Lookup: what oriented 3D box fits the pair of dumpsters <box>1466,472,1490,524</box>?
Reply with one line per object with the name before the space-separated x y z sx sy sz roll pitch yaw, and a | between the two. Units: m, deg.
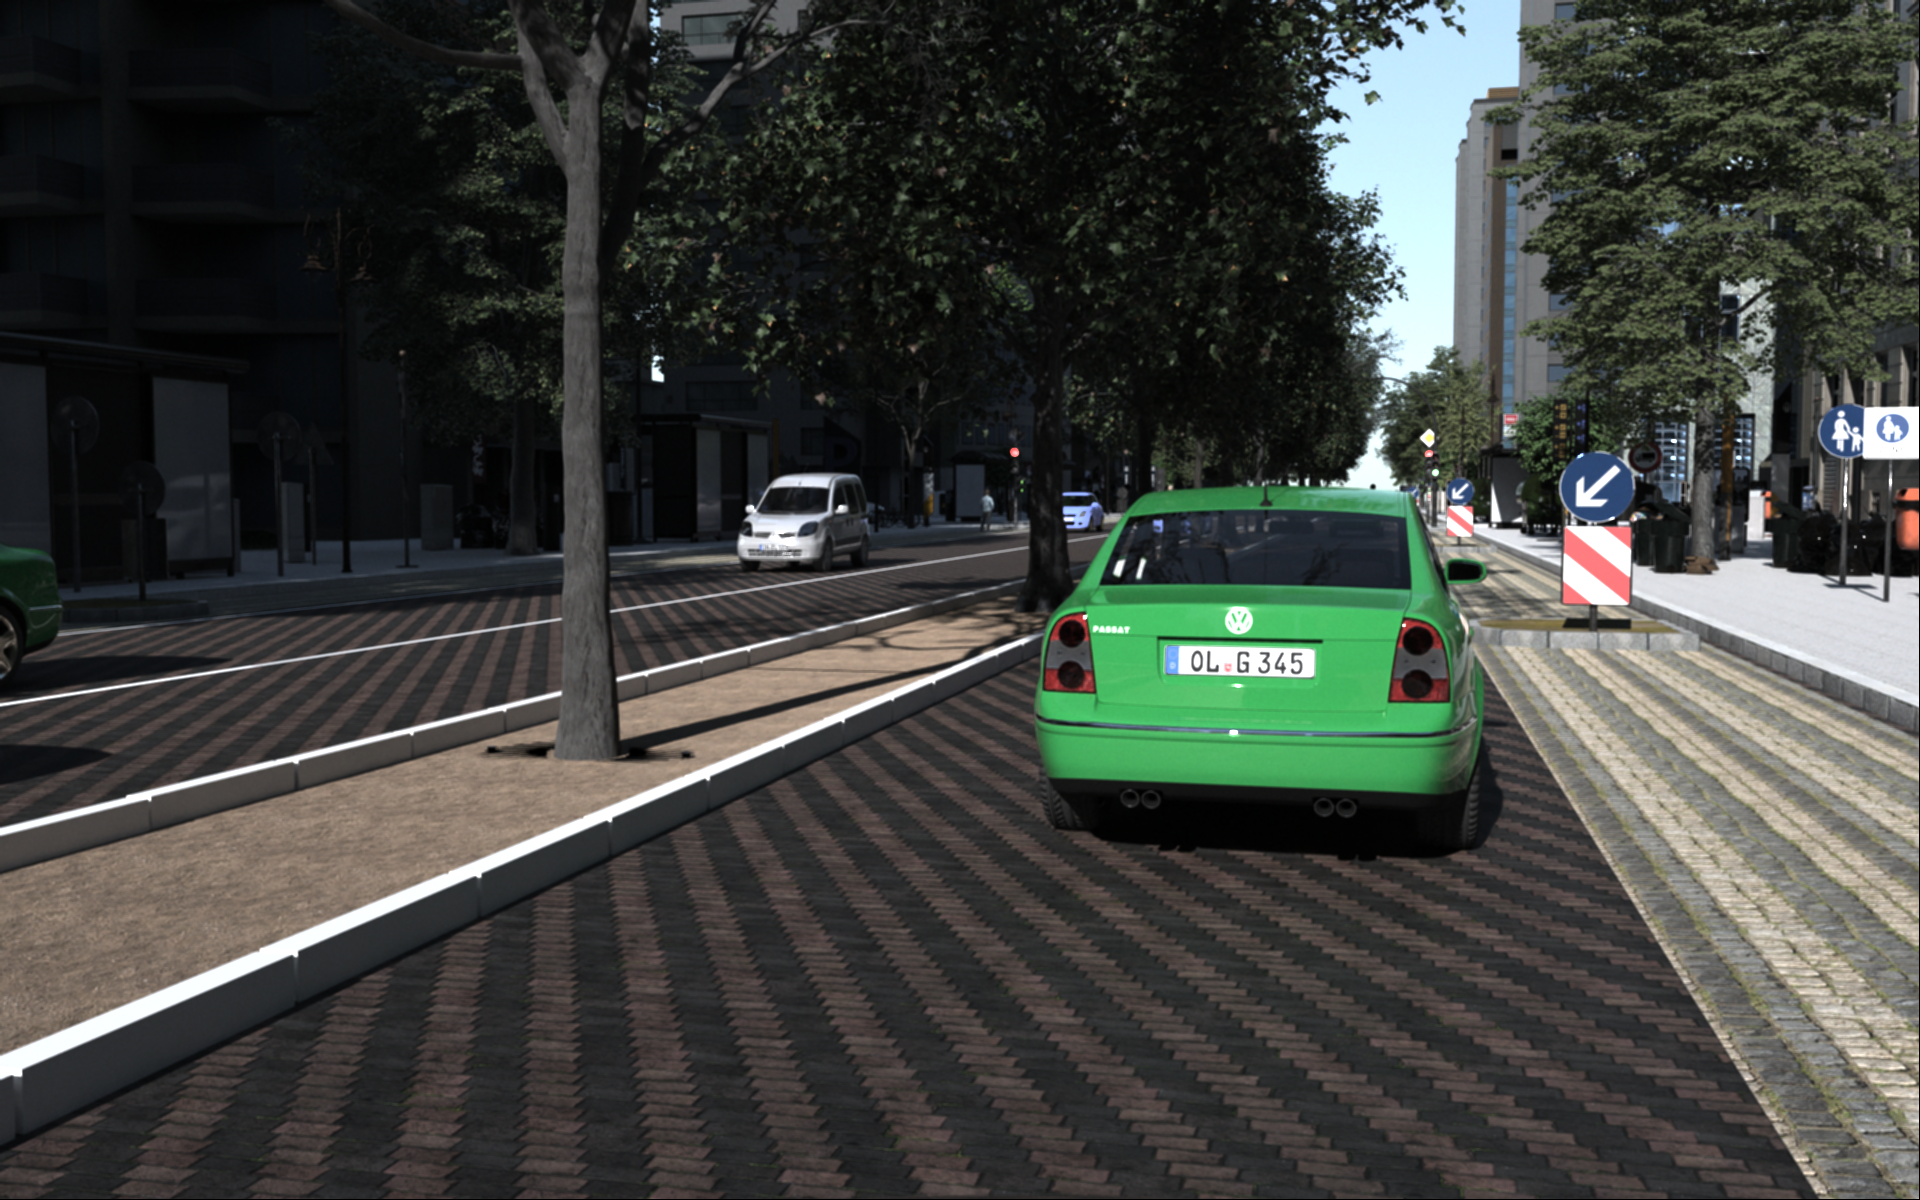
pair of dumpsters | 23.199 -4.549 76.877 1.574 2.255 4.437 1 4 14

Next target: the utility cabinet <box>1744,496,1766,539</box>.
utility cabinet | 22.479 -2.350 49.587 1.020 1.237 0.306 2 4 31

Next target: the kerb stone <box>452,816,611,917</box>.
kerb stone | -1.563 0.970 6.366 0.120 0.150 1.000 1 4 13

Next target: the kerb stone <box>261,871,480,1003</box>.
kerb stone | -1.804 1.032 5.373 0.120 0.150 1.000 1 4 13

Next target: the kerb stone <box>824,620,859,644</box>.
kerb stone | -1.211 0.329 16.816 0.120 0.150 1.000 1 4 13

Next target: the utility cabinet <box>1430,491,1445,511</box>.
utility cabinet | 36.257 -7.518 131.600 1.173 1.500 0.318 1 4 16

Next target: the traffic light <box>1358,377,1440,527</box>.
traffic light | 16.260 -5.662 67.234 4.771 5.953 1.251 1 4 13

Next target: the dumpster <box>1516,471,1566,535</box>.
dumpster | 18.358 -3.181 54.503 1.502 2.255 1.985 1 4 13

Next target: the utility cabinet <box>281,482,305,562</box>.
utility cabinet | -12.571 -1.465 32.628 0.318 1.500 1.173 -2 4 -28

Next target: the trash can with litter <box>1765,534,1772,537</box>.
trash can with litter | 24.244 -2.522 52.296 2.233 1.210 1.678 1 4 18

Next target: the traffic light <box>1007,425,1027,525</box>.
traffic light | 2.304 -5.002 70.703 0.839 4.253 0.868 1 4 13

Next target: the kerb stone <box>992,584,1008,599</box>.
kerb stone | 0.468 -0.090 23.793 0.120 0.150 1.000 1 4 13

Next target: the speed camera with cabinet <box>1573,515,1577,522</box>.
speed camera with cabinet | 32.189 -5.755 88.422 2.038 3.252 0.660 0 4 -2

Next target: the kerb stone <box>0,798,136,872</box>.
kerb stone | -3.598 0.943 6.840 0.120 0.150 1.000 1 4 13

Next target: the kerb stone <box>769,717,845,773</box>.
kerb stone | -0.843 0.787 9.365 0.120 0.150 1.000 1 4 13

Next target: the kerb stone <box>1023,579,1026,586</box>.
kerb stone | 0.952 -0.218 25.779 0.120 0.150 1.000 1 4 13

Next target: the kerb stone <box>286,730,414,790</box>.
kerb stone | -3.125 0.818 8.834 0.120 0.150 1.000 1 4 13

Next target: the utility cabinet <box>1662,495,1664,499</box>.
utility cabinet | 37.870 -5.049 93.705 0.306 1.237 1.020 2 4 27

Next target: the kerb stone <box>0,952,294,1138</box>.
kerb stone | -2.035 1.092 4.368 0.120 0.150 1.000 1 4 13

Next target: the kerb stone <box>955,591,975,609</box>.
kerb stone | -0.010 0.025 21.793 0.120 0.150 1.000 1 4 13

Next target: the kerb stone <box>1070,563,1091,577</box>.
kerb stone | 2.149 -0.520 30.788 0.120 0.150 1.000 1 4 13

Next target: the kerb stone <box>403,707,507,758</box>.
kerb stone | -2.888 0.758 9.836 0.120 0.150 1.000 1 4 13

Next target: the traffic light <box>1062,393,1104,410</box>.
traffic light | 6.225 -6.321 78.013 4.771 5.953 1.251 1 4 13

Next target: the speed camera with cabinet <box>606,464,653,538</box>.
speed camera with cabinet | -9.956 -3.431 50.427 2.038 3.252 0.660 -2 4 -33

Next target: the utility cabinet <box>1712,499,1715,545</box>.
utility cabinet | 14.643 -1.399 34.032 0.306 1.237 1.020 1 4 19

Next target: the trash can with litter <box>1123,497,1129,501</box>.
trash can with litter | 11.518 -6.731 121.446 0.624 1.170 1.055 0 4 6

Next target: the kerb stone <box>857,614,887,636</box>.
kerb stone | -0.969 0.275 17.809 0.120 0.150 1.000 1 4 13

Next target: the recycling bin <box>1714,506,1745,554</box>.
recycling bin | 16.594 -1.532 37.602 0.722 1.027 0.722 1 4 18

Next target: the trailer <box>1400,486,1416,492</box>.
trailer | 30.677 -6.836 118.814 1.471 1.999 3.904 1 4 13

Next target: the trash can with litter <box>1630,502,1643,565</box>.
trash can with litter | 12.363 -1.206 31.109 0.624 1.170 1.055 1 4 22

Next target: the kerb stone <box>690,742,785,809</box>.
kerb stone | -1.078 0.846 8.362 0.120 0.150 1.000 1 4 13

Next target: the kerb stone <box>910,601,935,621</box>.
kerb stone | -0.496 0.147 19.800 0.120 0.150 1.000 1 4 13

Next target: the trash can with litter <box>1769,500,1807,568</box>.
trash can with litter | 14.534 -1.130 29.863 0.624 1.170 1.055 -3 4 -36

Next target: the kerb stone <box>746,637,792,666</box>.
kerb stone | -1.680 0.451 14.822 0.120 0.150 1.000 1 4 13

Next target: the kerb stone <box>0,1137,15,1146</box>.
kerb stone | -2.275 1.156 3.374 0.120 0.150 1.000 1 4 13

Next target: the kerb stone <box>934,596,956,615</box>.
kerb stone | -0.249 0.091 20.792 0.120 0.150 1.000 1 4 13

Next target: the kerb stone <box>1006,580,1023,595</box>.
kerb stone | 0.704 -0.158 24.787 0.120 0.150 1.000 1 4 13

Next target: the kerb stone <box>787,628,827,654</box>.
kerb stone | -1.445 0.390 15.817 0.120 0.150 1.000 1 4 13

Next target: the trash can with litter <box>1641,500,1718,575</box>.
trash can with litter | 11.714 -1.014 27.966 0.624 1.170 1.055 -3 5 -39

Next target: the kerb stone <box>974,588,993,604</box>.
kerb stone | 0.235 -0.037 22.797 0.120 0.150 1.000 1 4 13

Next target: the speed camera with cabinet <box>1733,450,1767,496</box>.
speed camera with cabinet | 35.184 -5.079 77.382 0.660 3.252 2.038 -1 4 -15

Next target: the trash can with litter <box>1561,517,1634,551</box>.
trash can with litter | 14.838 -1.711 39.034 1.678 1.210 2.233 -2 4 -30

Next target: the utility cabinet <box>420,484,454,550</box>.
utility cabinet | -11.950 -1.893 39.626 0.318 1.500 1.173 0 4 5

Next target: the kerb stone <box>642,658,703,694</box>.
kerb stone | -2.164 0.574 12.818 0.120 0.150 1.000 1 4 13

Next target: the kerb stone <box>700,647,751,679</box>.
kerb stone | -1.924 0.513 13.819 0.120 0.150 1.000 1 4 13

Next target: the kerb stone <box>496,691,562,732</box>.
kerb stone | -2.649 0.695 10.830 0.120 0.150 1.000 1 4 13

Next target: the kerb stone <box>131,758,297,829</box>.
kerb stone | -3.370 0.878 7.841 0.120 0.150 1.000 1 4 13

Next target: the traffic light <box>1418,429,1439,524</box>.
traffic light | 20.181 -5.243 74.651 0.839 4.253 0.868 1 4 13

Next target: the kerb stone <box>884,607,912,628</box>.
kerb stone | -0.732 0.213 18.803 0.120 0.150 1.000 1 4 13

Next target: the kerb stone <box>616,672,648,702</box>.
kerb stone | -2.408 0.634 11.824 0.120 0.150 1.000 1 4 13

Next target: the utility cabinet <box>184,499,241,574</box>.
utility cabinet | -12.200 -1.034 28.075 0.306 1.237 1.020 2 4 34

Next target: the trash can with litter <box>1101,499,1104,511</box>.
trash can with litter | 10.744 -7.377 131.996 1.055 1.170 0.624 -2 4 -25

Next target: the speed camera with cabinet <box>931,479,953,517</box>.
speed camera with cabinet | -0.612 -6.225 96.107 2.038 3.252 0.660 -3 4 -38

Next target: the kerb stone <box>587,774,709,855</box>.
kerb stone | -1.320 0.907 7.361 0.120 0.150 1.000 1 4 13
